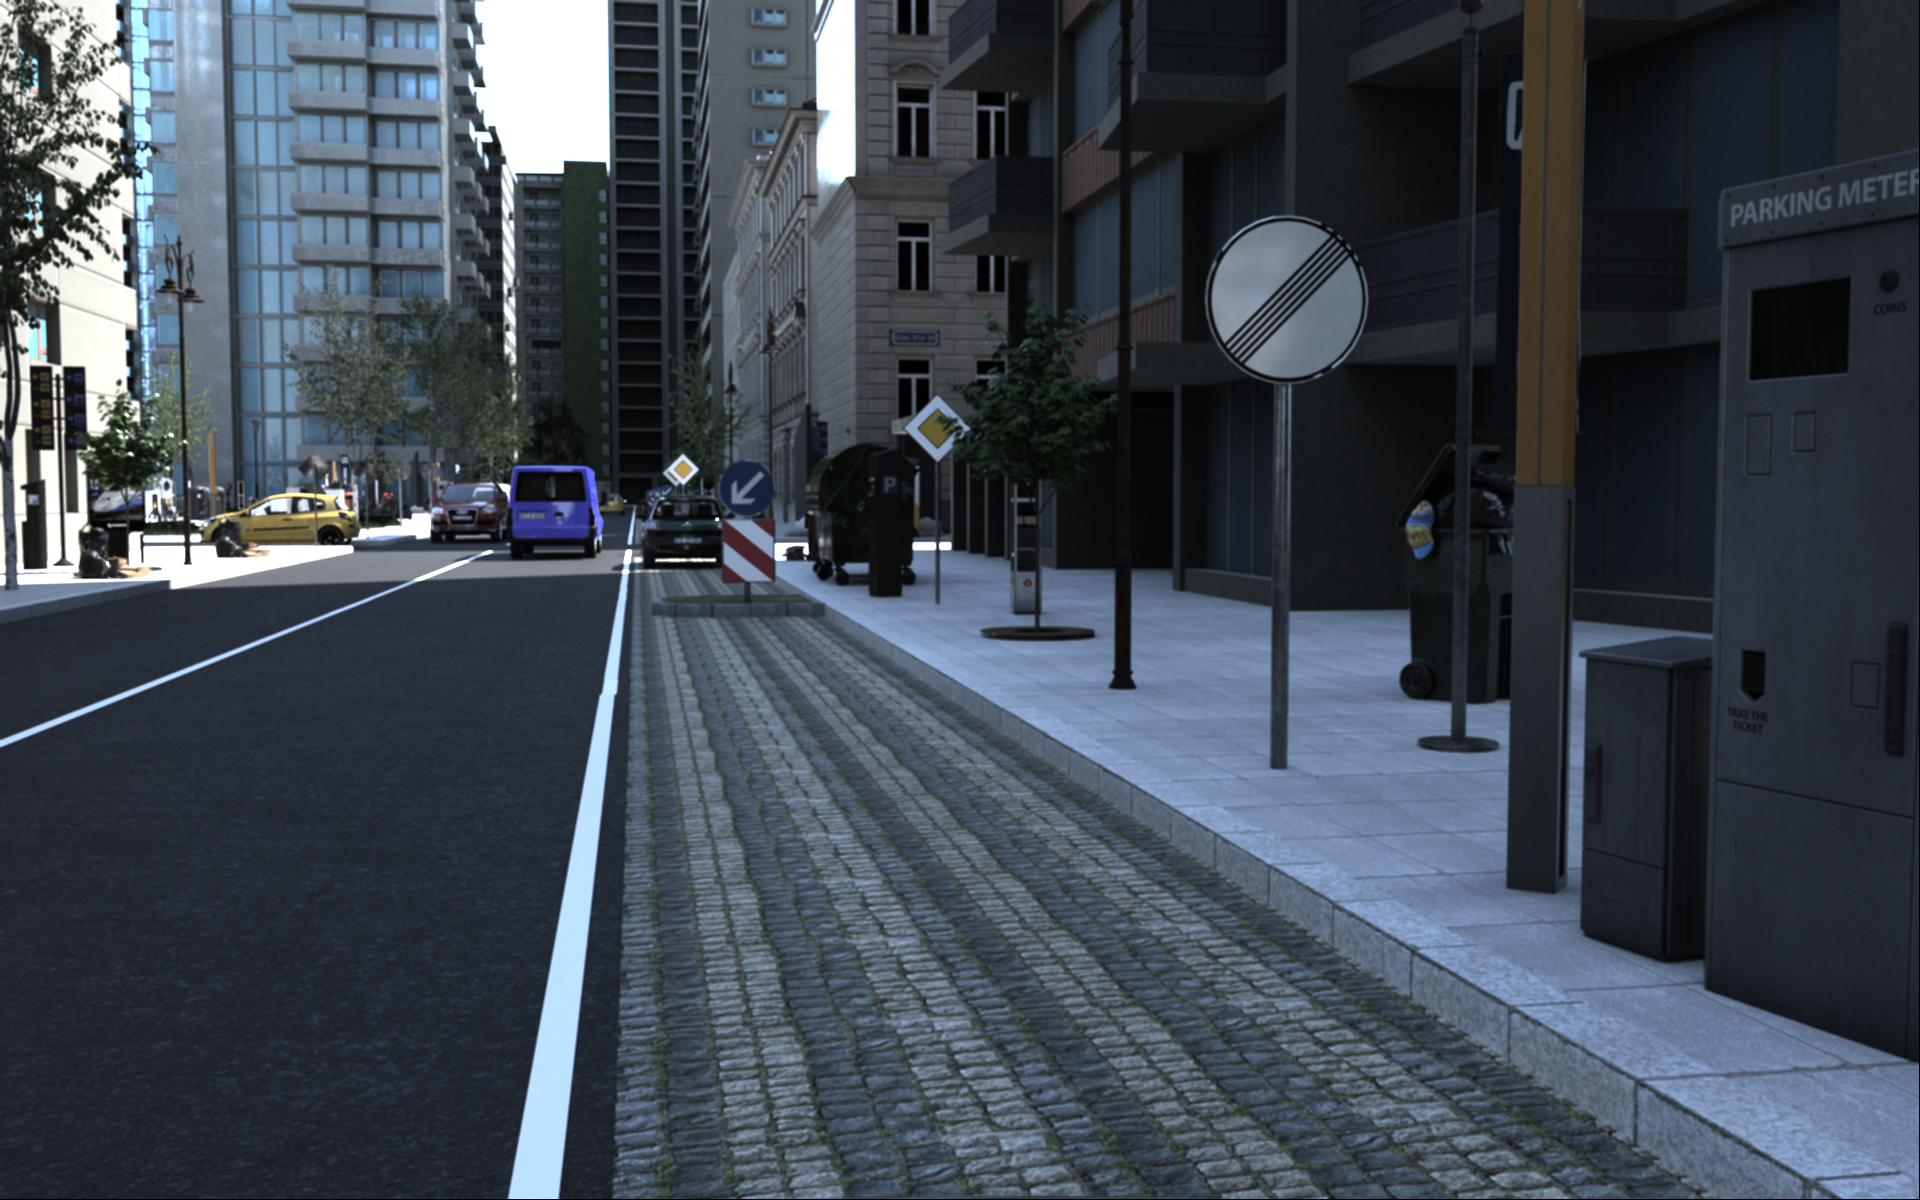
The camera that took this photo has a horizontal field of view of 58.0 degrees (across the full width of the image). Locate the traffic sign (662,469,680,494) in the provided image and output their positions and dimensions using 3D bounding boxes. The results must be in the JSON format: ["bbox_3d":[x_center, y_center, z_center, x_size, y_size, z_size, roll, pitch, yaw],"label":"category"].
[{"bbox_3d":[-8.296,-2.874,50.629,0.795,2.450,0.064,-1,4,-11],"label":"traffic sign"}]

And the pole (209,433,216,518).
[{"bbox_3d":[-24.844,-3.898,57.575,0.158,3.312,0.155,0,3,0],"label":"pole"}]

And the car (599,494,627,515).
[{"bbox_3d":[-23.760,-6.598,118.093,2.015,1.641,3.980,-1,4,-9],"label":"car"}]

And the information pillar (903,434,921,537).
[{"bbox_3d":[-1.426,-3.664,51.267,0.504,3.616,0.183,-1,4,-18],"label":"information pillar"}]

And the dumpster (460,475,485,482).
[{"bbox_3d":[-24.394,-5.165,86.934,1.502,2.255,1.985,-1,4,-10],"label":"dumpster"}]

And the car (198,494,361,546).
[{"bbox_3d":[-17.982,-2.176,45.808,3.980,1.641,2.015,-1,4,-10],"label":"car"}]

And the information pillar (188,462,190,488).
[{"bbox_3d":[-48.545,-7.184,108.812,0.504,3.616,0.183,2,4,31],"label":"information pillar"}]

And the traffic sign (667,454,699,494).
[{"bbox_3d":[-6.830,-2.394,42.779,0.795,2.450,0.064,-1,4,-11],"label":"traffic sign"}]

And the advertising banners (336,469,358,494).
[{"bbox_3d":[-42.775,-7.598,120.413,2.074,3.025,0.090,1,4,19],"label":"advertising banners"}]

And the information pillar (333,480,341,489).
[{"bbox_3d":[-32.239,-5.209,89.655,0.304,2.012,0.304,1,4,23],"label":"information pillar"}]

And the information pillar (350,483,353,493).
[{"bbox_3d":[-40.655,-6.821,116.014,0.304,2.012,0.304,0,4,7],"label":"information pillar"}]

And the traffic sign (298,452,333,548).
[{"bbox_3d":[-15.332,-2.298,41.219,0.795,2.450,0.064,-1,4,-11],"label":"traffic sign"}]

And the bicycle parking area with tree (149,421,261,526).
[{"bbox_3d":[-30.163,-4.932,67.646,8.231,4.147,9.016,1,4,14],"label":"bicycle parking area with tree"}]

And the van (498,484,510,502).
[{"bbox_3d":[-18.804,-3.830,69.626,2.013,2.044,4.112,-1,4,-11],"label":"van"}]

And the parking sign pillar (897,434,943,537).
[{"bbox_3d":[-1.239,-3.912,52.429,1.447,3.967,1.447,0,4,4],"label":"parking sign pillar"}]

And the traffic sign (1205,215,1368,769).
[{"bbox_3d":[1.492,-0.485,8.028,0.768,2.556,0.104,0,4,-7],"label":"traffic sign"}]

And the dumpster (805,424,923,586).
[{"bbox_3d":[-1.388,-1.374,24.962,1.502,2.255,1.985,-1,4,-10],"label":"dumpster"}]

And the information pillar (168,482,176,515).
[{"bbox_3d":[-48.877,-6.293,107.379,0.304,2.012,0.304,0,4,7],"label":"information pillar"}]

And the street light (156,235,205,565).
[{"bbox_3d":[-13.953,-3.568,31.125,0.468,5.910,1.993,-1,4,-11],"label":"street light"}]

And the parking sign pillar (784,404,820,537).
[{"bbox_3d":[-4.638,-3.921,52.586,1.447,3.967,1.447,-1,4,-21],"label":"parking sign pillar"}]

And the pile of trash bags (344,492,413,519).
[{"bbox_3d":[-29.934,-4.826,88.655,1.912,1.369,3.447,3,5,43],"label":"pile of trash bags"}]

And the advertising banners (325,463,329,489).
[{"bbox_3d":[-35.772,-6.170,97.069,0.090,3.025,2.074,0,4,2],"label":"advertising banners"}]

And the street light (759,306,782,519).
[{"bbox_3d":[-4.671,-4.281,42.775,0.468,5.910,1.993,-1,4,-11],"label":"street light"}]

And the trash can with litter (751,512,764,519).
[{"bbox_3d":[-8.104,-3.356,65.931,2.233,1.210,1.678,-2,4,-27],"label":"trash can with litter"}]

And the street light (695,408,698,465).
[{"bbox_3d":[-14.022,-7.317,92.425,0.468,5.910,1.993,-1,4,-11],"label":"street light"}]

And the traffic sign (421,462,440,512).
[{"bbox_3d":[-21.278,-4.254,69.651,0.768,2.556,0.104,0,4,-1],"label":"traffic sign"}]

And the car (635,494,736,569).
[{"bbox_3d":[-5.466,-1.516,34.575,2.009,1.686,4.222,-1,4,-10],"label":"car"}]

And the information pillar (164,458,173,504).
[{"bbox_3d":[-50.750,-7.325,111.121,0.504,3.616,0.183,-2,4,-23],"label":"information pillar"}]

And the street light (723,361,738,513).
[{"bbox_3d":[-7.952,-5.343,60.142,0.468,5.910,1.993,-1,4,-11],"label":"street light"}]

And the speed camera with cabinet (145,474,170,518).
[{"bbox_3d":[-43.705,-6.099,94.046,0.660,3.252,2.038,0,4,4],"label":"speed camera with cabinet"}]

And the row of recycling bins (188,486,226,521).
[{"bbox_3d":[-37.314,-4.806,85.691,1.069,1.692,3.534,0,4,-4],"label":"row of recycling bins"}]

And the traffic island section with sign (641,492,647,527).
[{"bbox_3d":[-13.015,-4.130,76.147,1.989,1.847,2.006,-1,4,-11],"label":"traffic island section with sign"}]

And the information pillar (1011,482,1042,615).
[{"bbox_3d":[0.706,-0.856,18.493,0.304,2.012,0.304,0,4,-5],"label":"information pillar"}]

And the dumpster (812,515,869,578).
[{"bbox_3d":[-1.649,-1.309,27.167,1.264,1.857,1.865,-1,4,-11],"label":"dumpster"}]

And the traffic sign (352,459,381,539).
[{"bbox_3d":[-16.797,-2.778,49.069,0.795,2.450,0.064,-1,4,-11],"label":"traffic sign"}]

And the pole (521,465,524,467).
[{"bbox_3d":[-31.103,-7.915,123.246,0.158,3.312,0.155,0,3,0],"label":"pole"}]

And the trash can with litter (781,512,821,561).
[{"bbox_3d":[-2.937,-1.342,33.336,1.055,1.170,0.624,1,4,18],"label":"trash can with litter"}]

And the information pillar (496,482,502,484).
[{"bbox_3d":[-27.068,-5.953,101.820,0.304,2.012,0.304,-2,4,-26],"label":"information pillar"}]

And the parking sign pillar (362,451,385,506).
[{"bbox_3d":[-36.336,-7.270,107.334,1.447,3.967,1.447,-2,4,-35],"label":"parking sign pillar"}]

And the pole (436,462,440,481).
[{"bbox_3d":[-33.266,-7.132,110.452,0.158,3.312,0.155,0,3,0],"label":"pole"}]

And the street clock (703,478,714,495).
[{"bbox_3d":[-11.073,-4.383,76.225,0.471,2.002,0.358,-1,4,-11],"label":"street clock"}]

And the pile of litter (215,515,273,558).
[{"bbox_3d":[-14.655,-1.311,35.393,1.176,0.858,1.719,0,4,-4],"label":"pile of litter"}]

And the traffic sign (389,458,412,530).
[{"bbox_3d":[-20.016,-3.784,61.982,0.768,2.556,0.104,-1,4,-10],"label":"traffic sign"}]

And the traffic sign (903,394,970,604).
[{"bbox_3d":[-0.263,-1.156,20.085,0.795,2.450,0.064,0,4,-5],"label":"traffic sign"}]

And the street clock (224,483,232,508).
[{"bbox_3d":[-49.389,-6.869,116.872,0.471,2.002,0.358,1,4,14],"label":"street clock"}]

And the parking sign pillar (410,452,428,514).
[{"bbox_3d":[-34.697,-7.469,110.589,1.447,3.967,1.447,-2,4,-35],"label":"parking sign pillar"}]

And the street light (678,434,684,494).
[{"bbox_3d":[-19.936,-9.244,123.932,0.468,5.910,1.993,-1,4,-11],"label":"street light"}]

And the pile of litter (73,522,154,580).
[{"bbox_3d":[-13.092,-0.780,26.720,1.176,0.858,1.719,-1,4,-17],"label":"pile of litter"}]

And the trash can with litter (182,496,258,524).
[{"bbox_3d":[-26.216,-3.111,61.919,1.678,1.210,2.233,2,4,34],"label":"trash can with litter"}]

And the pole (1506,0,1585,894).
[{"bbox_3d":[1.884,-0.716,5.556,0.158,3.312,0.155,0,3,0],"label":"pole"}]

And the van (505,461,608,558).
[{"bbox_3d":[-9.374,-2.198,40.321,2.240,2.365,5.245,-1,4,-10],"label":"van"}]

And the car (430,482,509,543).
[{"bbox_3d":[-14.905,-2.707,52.930,2.281,1.827,5.304,-1,4,-9],"label":"car"}]

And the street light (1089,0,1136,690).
[{"bbox_3d":[1.075,-2.354,11.273,0.468,5.910,1.993,-1,4,-11],"label":"street light"}]

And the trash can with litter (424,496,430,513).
[{"bbox_3d":[-35.604,-6.447,116.794,1.055,1.170,0.624,-1,4,-18],"label":"trash can with litter"}]

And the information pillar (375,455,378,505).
[{"bbox_3d":[-34.794,-6.846,103.292,0.183,3.616,0.504,-2,4,-23],"label":"information pillar"}]

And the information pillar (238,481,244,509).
[{"bbox_3d":[-41.662,-5.864,100.365,0.304,2.012,0.304,-2,4,-26],"label":"information pillar"}]

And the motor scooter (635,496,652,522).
[{"bbox_3d":[-16.214,-4.646,88.737,0.815,1.314,1.986,-1,4,-9],"label":"motor scooter"}]

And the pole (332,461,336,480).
[{"bbox_3d":[-38.699,-6.928,107.120,0.158,3.312,0.155,0,3,0],"label":"pole"}]

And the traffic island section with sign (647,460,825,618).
[{"bbox_3d":[-2.720,-0.752,20.918,1.989,1.847,2.006,-1,4,-11],"label":"traffic island section with sign"}]
